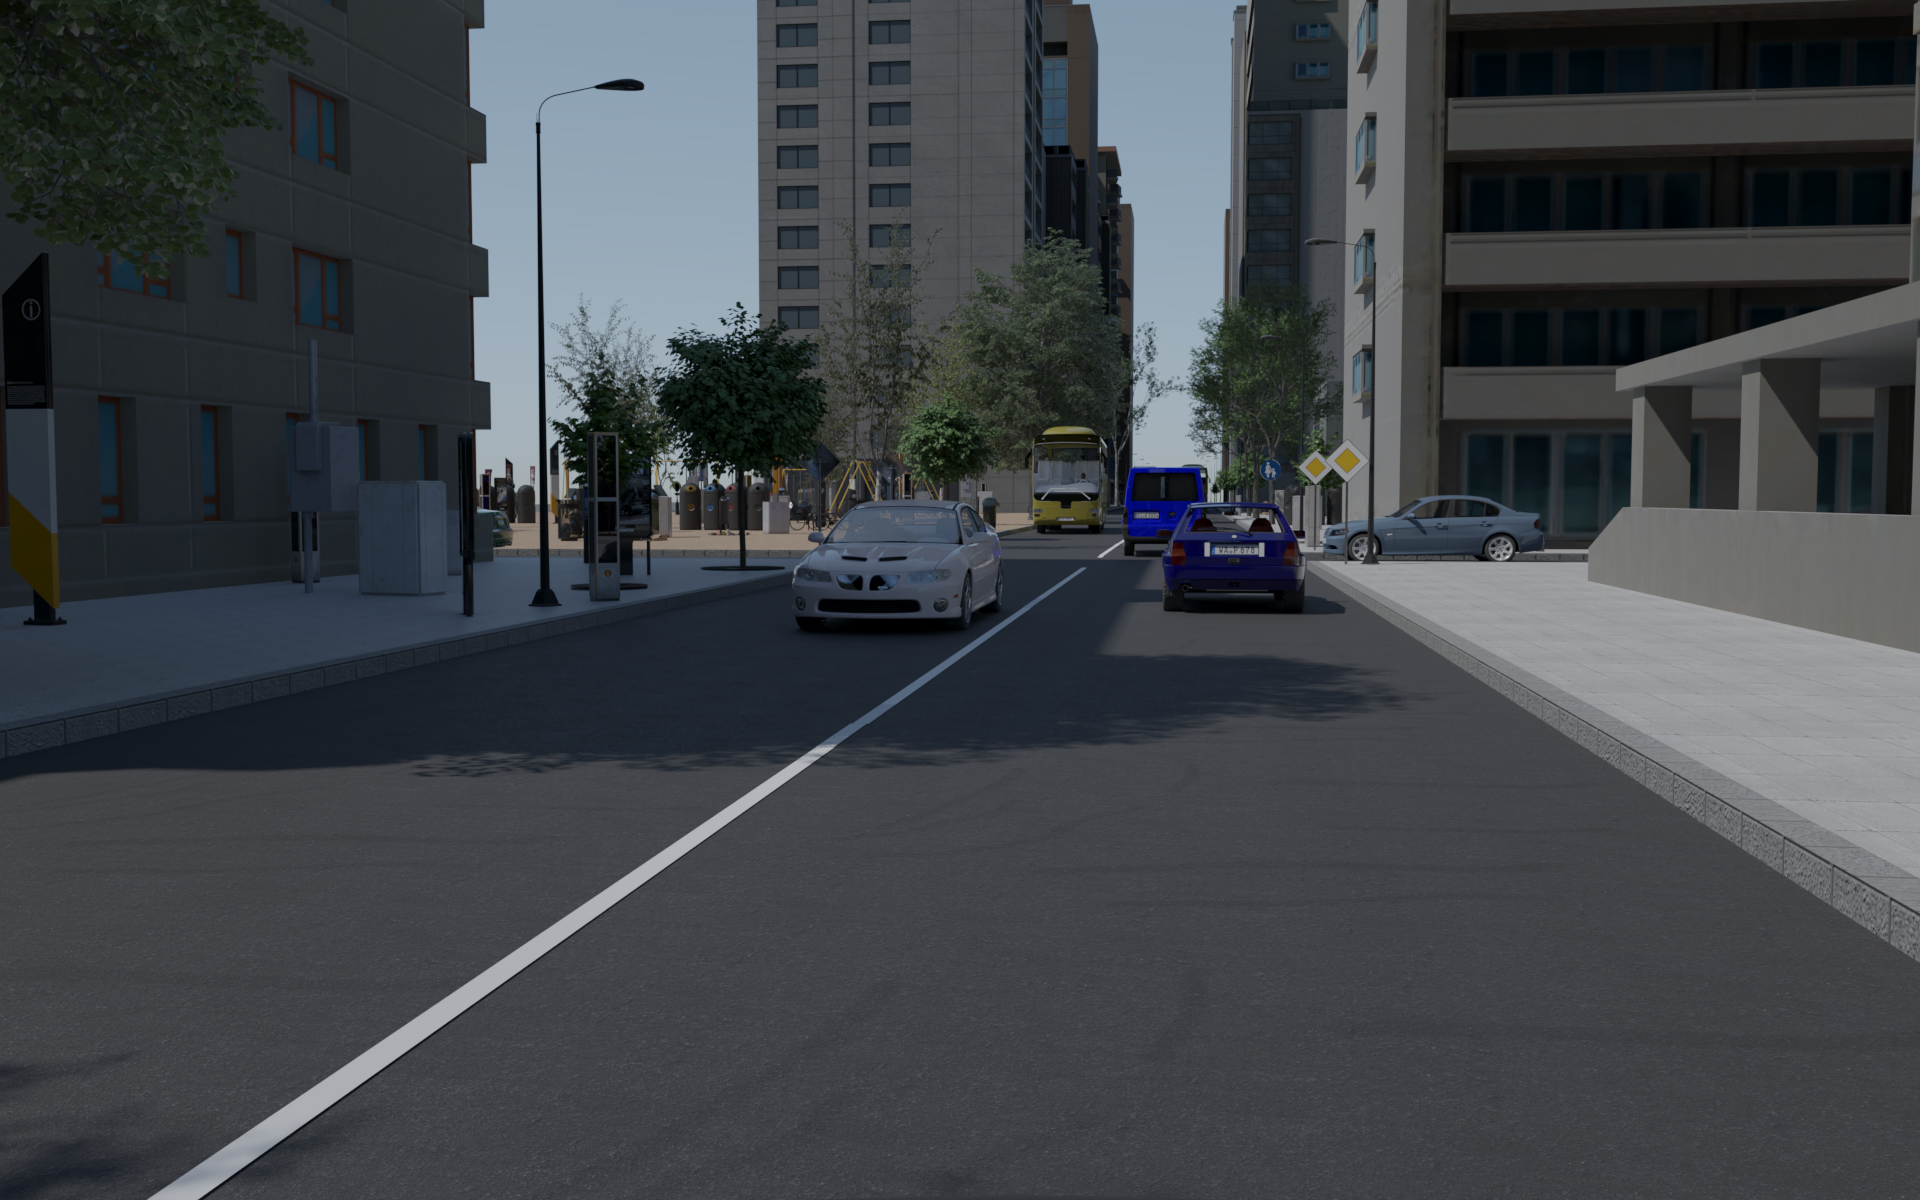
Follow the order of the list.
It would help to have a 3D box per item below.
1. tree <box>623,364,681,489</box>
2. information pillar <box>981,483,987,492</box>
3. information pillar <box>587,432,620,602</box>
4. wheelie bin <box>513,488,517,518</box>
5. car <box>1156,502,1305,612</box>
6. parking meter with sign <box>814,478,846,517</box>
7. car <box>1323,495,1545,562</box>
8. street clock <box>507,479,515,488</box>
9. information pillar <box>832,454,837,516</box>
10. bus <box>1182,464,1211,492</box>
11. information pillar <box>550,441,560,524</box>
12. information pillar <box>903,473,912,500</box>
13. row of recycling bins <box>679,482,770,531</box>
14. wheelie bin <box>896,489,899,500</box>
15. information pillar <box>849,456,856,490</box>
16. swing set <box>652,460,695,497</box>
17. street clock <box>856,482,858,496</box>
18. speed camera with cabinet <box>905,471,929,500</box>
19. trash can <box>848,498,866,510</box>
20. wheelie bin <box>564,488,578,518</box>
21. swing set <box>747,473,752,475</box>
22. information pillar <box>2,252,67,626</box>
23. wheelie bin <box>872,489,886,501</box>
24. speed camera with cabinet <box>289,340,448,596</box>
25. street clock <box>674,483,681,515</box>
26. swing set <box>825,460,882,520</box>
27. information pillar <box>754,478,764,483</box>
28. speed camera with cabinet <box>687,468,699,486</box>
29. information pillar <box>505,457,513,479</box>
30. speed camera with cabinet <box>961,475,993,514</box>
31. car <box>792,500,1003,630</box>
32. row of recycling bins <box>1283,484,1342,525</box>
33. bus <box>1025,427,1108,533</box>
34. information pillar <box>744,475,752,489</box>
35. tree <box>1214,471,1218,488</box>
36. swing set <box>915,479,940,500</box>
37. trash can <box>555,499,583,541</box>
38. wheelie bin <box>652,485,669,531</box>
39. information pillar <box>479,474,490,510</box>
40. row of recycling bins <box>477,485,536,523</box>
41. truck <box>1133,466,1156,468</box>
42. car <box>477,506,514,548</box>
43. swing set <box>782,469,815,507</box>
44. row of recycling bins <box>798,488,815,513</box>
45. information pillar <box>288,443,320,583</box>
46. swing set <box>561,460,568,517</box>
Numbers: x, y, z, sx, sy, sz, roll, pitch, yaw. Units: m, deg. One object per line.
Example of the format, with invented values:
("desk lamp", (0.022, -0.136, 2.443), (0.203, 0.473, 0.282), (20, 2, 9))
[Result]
("tree", (-16.920, -8.977, 97.136), (4.737, 8.622, 4.395), (0, 3, 0))
("information pillar", (1.573, -6.650, 113.221), (0.304, 2.012, 0.304), (1, 4, 17))
("information pillar", (-4.273, -0.996, 20.772), (0.304, 2.012, 0.304), (-2, 4, -28))
("wheelie bin", (-23.919, -5.123, 91.671), (0.980, 1.594, 0.693), (-3, 5, -44))
("car", (3.508, -0.601, 22.414), (1.945, 1.354, 3.894), (0, 4, 8))
("parking meter with sign", (-7.147, -6.060, 95.336), (1.738, 3.016, 0.543), (0, 4, -6))
("car", (9.918, -1.494, 36.437), (4.499, 1.417, 2.014), (0, 4, 6))
("street clock", (-21.401, -4.766, 82.498), (0.358, 2.002, 0.471), (0, 4, -2))
("information pillar", (-7.419, -6.780, 102.213), (0.183, 3.616, 0.504), (1, 4, 15))
("bus", (18.973, -9.165, 141.395), (2.896, 3.916, 12.252), (1, 4, 8))
("information pillar", (-17.453, -5.093, 74.617), (0.183, 3.616, 0.504), (2, 4, 32))
("information pillar", (-1.835, -3.414, 60.305), (0.304, 2.012, 0.304), (0, 4, -8))
("row of recycling bins", (-8.335, -3.317, 61.344), (3.534, 1.692, 1.069), (1, 4, 20))
("wheelie bin", (-3.500, -5.869, 103.859), (0.980, 1.594, 0.693), (0, 4, -7))
("information pillar", (-5.945, -6.400, 95.991), (0.183, 3.616, 0.504), (-3, 4, -38))
("swing set", (-12.611, -5.091, 80.863), (3.119, 2.851, 2.862), (-1, 4, -12))
("street clock", (-6.270, -6.087, 104.095), (0.358, 2.002, 0.471), (-1, 4, -9))
("speed camera with cabinet", (-3.083, -7.472, 116.506), (2.038, 3.252, 0.660), (-2, 4, -27))
("trash can", (-4.004, -3.416, 67.497), (0.748, 1.137, 0.748), (0, 3, 0))
("wheelie bin", (-20.207, -5.041, 90.324), (0.980, 1.594, 0.693), (3, 5, 39))
("swing set", (-12.344, -6.364, 101.677), (2.862, 2.851, 3.119), (0, 4, -2))
("information pillar", (-9.059, -1.563, 16.903), (0.504, 3.616, 0.183), (1, 4, 12))
("wheelie bin", (-5.417, -6.659, 116.777), (0.980, 1.594, 0.693), (-3, 4, -36))
("speed camera with cabinet", (-7.589, -1.704, 22.204), (2.038, 3.252, 0.660), (1, 4, 21))
("street clock", (-17.374, -6.227, 106.381), (0.471, 2.002, 0.358), (-3, 5, -42))
("swing set", (-4.777, -5.151, 81.846), (2.862, 2.851, 3.119), (0, 4, 4))
("information pillar", (-8.365, -4.933, 72.015), (0.504, 3.616, 0.183), (2, 4, 29))
("speed camera with cabinet", (-13.552, -5.712, 87.721), (0.660, 3.252, 2.038), (-1, 4, -10))
("information pillar", (-28.564, -7.242, 109.757), (0.504, 3.616, 0.183), (0, 4, 0))
("speed camera with cabinet", (1.101, -7.218, 112.356), (2.038, 3.252, 0.660), (0, 4, -2))
("car", (-0.603, -0.460, 19.886), (2.083, 1.381, 4.827), (1, 4, 8))
("row of recycling bins", (15.090, -3.927, 71.315), (3.534, 1.692, 1.069), (-1, 4, -9))
("bus", (4.323, -4.596, 66.692), (2.896, 3.916, 12.252), (0, 4, 6))
("information pillar", (-8.187, -3.789, 66.434), (0.304, 2.012, 0.304), (2, 4, 35))
("tree", (30.575, -13.076, 197.499), (4.285, 4.588, 4.351), (0, 3, 0))
("swing set", (-2.477, -7.036, 112.663), (2.862, 2.851, 3.119), (-1, 4, -9))
("trash can", (-10.679, -2.181, 47.309), (0.748, 1.137, 0.748), (0, 3, 0))
("wheelie bin", (-10.271, -3.111, 58.770), (0.693, 1.594, 0.980), (1, 4, 12))
("information pillar", (-17.188, -3.559, 62.681), (0.304, 2.012, 0.304), (-2, 4, -31))
("row of recycling bins", (-20.329, -4.225, 76.189), (3.534, 1.692, 1.069), (1, 4, 13))
("truck", (18.502, -11.229, 173.357), (2.967, 4.110, 18.799), (0, 4, 6))
("car", (-12.514, -1.650, 38.778), (4.920, 1.459, 2.131), (0, 4, 6))
("swing set", (-9.576, -6.793, 108.681), (3.119, 2.851, 2.862), (1, 4, 12))
("row of recycling bins", (-9.873, -6.601, 115.043), (1.069, 1.692, 3.534), (-2, 4, -24))
("information pillar", (-9.454, -1.253, 24.976), (0.304, 2.012, 0.304), (3, 5, 44))
("swing set", (-16.692, -5.041, 80.042), (3.119, 2.851, 2.862), (0, 4, -6))
